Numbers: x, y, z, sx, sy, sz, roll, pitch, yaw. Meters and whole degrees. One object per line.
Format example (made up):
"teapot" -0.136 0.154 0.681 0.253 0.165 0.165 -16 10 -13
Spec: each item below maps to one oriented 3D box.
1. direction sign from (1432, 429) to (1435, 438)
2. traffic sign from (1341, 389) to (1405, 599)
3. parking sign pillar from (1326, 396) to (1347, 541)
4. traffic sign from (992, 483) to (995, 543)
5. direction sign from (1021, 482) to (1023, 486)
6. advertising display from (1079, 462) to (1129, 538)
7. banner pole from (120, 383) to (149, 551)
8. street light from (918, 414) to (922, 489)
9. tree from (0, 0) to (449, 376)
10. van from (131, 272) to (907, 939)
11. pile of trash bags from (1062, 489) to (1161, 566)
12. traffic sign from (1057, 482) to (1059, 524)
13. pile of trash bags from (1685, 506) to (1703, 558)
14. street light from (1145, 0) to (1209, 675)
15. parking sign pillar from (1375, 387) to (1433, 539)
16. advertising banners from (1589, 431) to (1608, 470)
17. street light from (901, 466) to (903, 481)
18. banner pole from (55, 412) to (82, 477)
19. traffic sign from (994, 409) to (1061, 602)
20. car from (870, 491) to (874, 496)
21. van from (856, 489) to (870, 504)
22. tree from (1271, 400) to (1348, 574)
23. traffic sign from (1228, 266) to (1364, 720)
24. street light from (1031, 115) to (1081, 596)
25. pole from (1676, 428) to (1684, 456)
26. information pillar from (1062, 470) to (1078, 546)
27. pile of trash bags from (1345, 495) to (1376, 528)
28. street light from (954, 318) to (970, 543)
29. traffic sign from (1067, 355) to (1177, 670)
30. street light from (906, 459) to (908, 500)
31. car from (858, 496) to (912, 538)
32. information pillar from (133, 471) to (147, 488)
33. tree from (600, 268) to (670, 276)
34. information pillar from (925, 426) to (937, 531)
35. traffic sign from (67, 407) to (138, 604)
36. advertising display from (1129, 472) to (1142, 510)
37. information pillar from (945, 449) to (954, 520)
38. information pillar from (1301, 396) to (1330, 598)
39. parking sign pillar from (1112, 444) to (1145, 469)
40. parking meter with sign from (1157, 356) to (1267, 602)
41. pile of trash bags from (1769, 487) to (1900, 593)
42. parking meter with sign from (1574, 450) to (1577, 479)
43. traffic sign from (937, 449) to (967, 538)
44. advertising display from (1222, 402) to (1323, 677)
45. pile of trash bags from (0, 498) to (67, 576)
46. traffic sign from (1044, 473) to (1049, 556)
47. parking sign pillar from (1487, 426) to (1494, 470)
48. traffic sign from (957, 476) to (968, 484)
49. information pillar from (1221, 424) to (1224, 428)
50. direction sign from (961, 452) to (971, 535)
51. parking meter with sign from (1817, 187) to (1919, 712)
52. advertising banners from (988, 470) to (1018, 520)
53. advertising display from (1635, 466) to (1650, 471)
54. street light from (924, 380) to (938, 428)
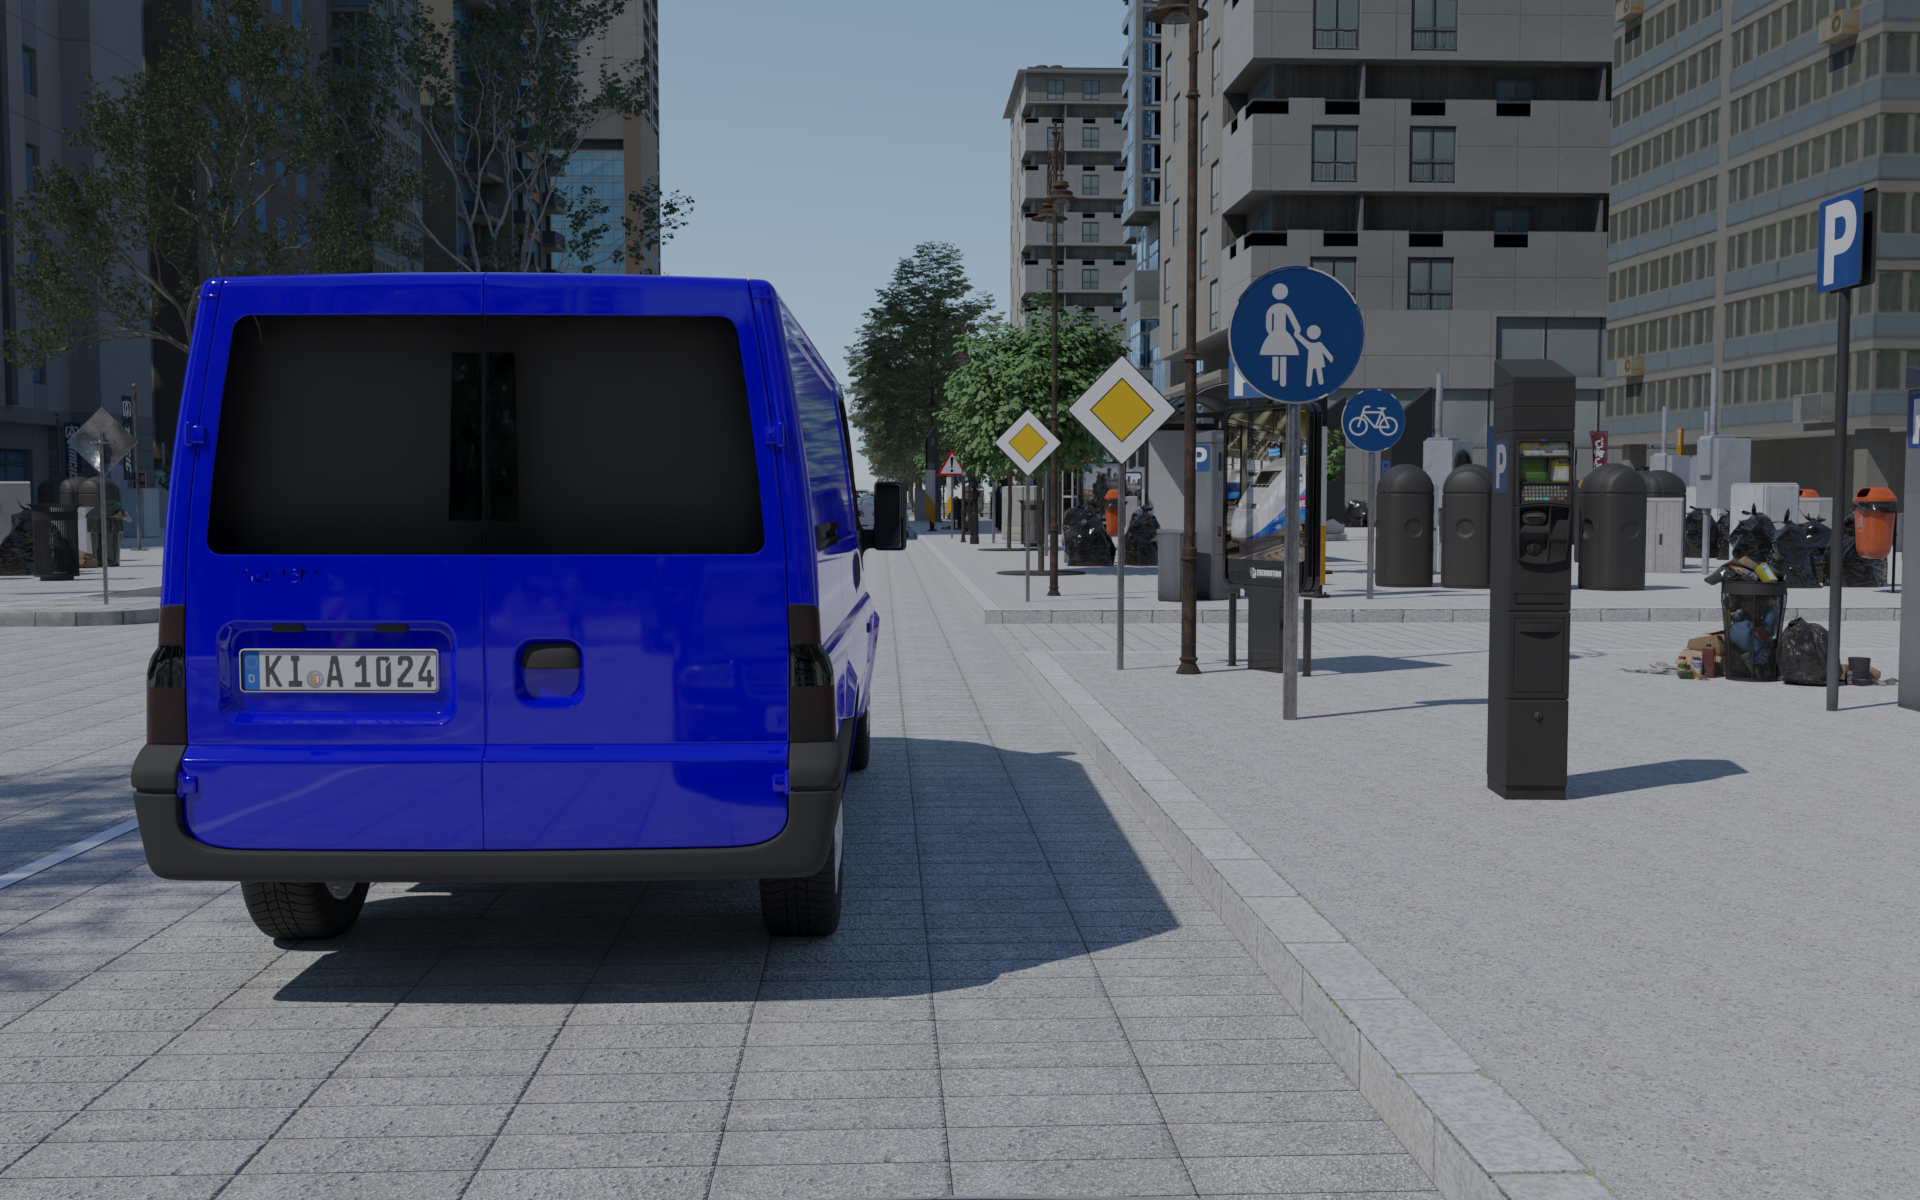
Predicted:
"direction sign" 16.165 -4.199 60.644 0.876 3.537 0.379 2 4 25
"traffic sign" 5.005 -1.282 21.061 0.768 2.556 0.104 0 4 2
"parking sign pillar" 9.907 -3.611 47.512 1.447 3.967 1.447 -1 4 -22
"traffic sign" 0.878 -2.752 45.108 0.768 2.556 0.104 0 4 7
"direction sign" 2.389 -4.556 66.484 0.379 3.537 0.876 -1 4 -9
"advertising display" 2.826 -1.782 34.342 0.974 1.923 0.123 -1 4 -20
"banner pole" -18.626 -2.994 38.962 0.401 3.779 0.863 0 4 1
"street light" -2.085 -7.429 94.250 0.468 5.910 1.993 0 4 -3
"tree" -13.073 -5.857 30.179 7.601 10.594 8.767 0 4 8
"van" -1.354 -0.175 7.245 2.240 2.365 5.245 0 4 -1
"pile of trash bags" 2.863 -1.375 32.241 1.912 1.369 3.447 0 4 5
"traffic sign" 2.061 -2.249 36.770 0.884 2.594 0.081 0 4 4
"pile of trash bags" 15.594 -1.478 33.913 1.912 1.369 3.447 -1 4 -11
"street light" 1.633 -2.410 12.199 0.468 5.910 1.993 0 4 -3
"parking sign pillar" 11.171 -3.358 43.382 1.447 3.967 1.447 -2 4 -27
"advertising banners" 18.408 -3.166 47.948 2.074 3.025 0.090 0 4 -2
"street light" -5.679 -12.148 171.412 0.468 5.910 1.993 0 4 -3
"banner pole" -27.247 -3.845 52.888 0.863 3.779 0.401 -1 4 -17
"traffic sign" 0.803 -1.034 20.556 0.795 2.450 0.064 0 4 -3
"car" -11.788 -14.320 242.806 2.281 1.827 5.304 0 4 -1
"van" -8.174 -8.359 143.683 2.013 2.044 4.112 0 4 -2
"tree" 5.367 -2.036 27.890 1.663 3.219 1.824 0 3 0
"traffic sign" 1.878 -0.592 9.783 0.768 2.556 0.104 0 4 -2
"street light" 1.184 -2.989 21.665 0.468 5.910 1.993 0 4 -3
"pole" 22.312 -3.663 53.737 0.158 3.312 0.155 0 3 0
"information pillar" 2.712 -2.343 42.800 0.304 2.012 0.304 2 4 27
"pile of trash bags" 14.510 -3.474 66.550 1.912 1.369 3.447 3 5 42
"street light" 0.086 -4.462 45.747 0.468 5.910 1.993 0 4 -3
"traffic sign" 1.167 -0.547 12.579 0.795 2.450 0.064 0 4 -3
"street light" -3.346 -9.122 121.940 0.468 5.910 1.993 0 4 -3
"car" -2.647 -2.788 57.946 2.083 1.381 4.827 0 4 -2
"information pillar" -26.631 -3.167 56.275 0.304 2.012 0.304 3 5 41
"tree" -15.396 -9.457 80.377 9.928 11.665 9.643 0 3 0
"information pillar" -1.007 -4.159 59.362 0.183 3.616 0.504 2 4 33
"traffic sign" -9.931 -1.006 20.087 0.795 2.450 0.064 0 4 -3
"advertising display" 4.723 -2.717 49.631 0.974 1.923 0.123 0 4 8
"information pillar" -0.495 -5.767 85.646 0.183 3.616 0.504 -3 4 -39
"information pillar" 4.369 -1.840 21.436 0.183 3.616 0.504 -2 4 -27
"parking sign pillar" 6.621 -4.872 68.130 1.447 3.967 1.447 0 4 -4
"parking meter with sign" 3.072 -1.521 21.137 0.543 3.016 1.738 3 5 41
"pile of trash bags" 11.928 -0.862 23.847 1.912 1.369 3.447 0 4 2
"parking meter with sign" 23.276 -4.389 68.025 1.738 3.016 0.543 1 4 17
"traffic sign" -0.232 -3.072 50.230 0.884 2.594 0.081 0 4 2
"advertising display" 2.238 -0.446 12.499 0.123 1.923 0.974 -2 4 -29
"pile of trash bags" -15.274 -1.062 27.112 1.912 1.369 3.447 -1 4 -10
"traffic sign" 1.786 -2.178 35.723 0.768 2.556 0.104 0 4 1
"parking sign pillar" 15.418 -3.695 48.882 1.447 3.967 1.447 -1 4 -17
"traffic sign" 0.231 -5.208 85.256 0.768 2.556 0.104 0 4 2
"information pillar" 7.509 -3.494 48.488 0.183 3.616 0.504 -3 4 -36
"direction sign" 0.297 -3.809 54.267 0.379 3.537 0.876 2 4 33
"parking meter with sign" 5.988 -0.848 10.130 1.738 3.016 0.543 0 4 2
"advertising banners" 2.190 -5.500 86.106 0.090 3.025 2.074 -3 5 -45
"advertising display" 16.106 -2.166 40.628 0.974 1.923 0.123 -3 5 -41
"street light" -1.120 -5.956 70.162 0.468 5.910 1.993 0 4 -3
